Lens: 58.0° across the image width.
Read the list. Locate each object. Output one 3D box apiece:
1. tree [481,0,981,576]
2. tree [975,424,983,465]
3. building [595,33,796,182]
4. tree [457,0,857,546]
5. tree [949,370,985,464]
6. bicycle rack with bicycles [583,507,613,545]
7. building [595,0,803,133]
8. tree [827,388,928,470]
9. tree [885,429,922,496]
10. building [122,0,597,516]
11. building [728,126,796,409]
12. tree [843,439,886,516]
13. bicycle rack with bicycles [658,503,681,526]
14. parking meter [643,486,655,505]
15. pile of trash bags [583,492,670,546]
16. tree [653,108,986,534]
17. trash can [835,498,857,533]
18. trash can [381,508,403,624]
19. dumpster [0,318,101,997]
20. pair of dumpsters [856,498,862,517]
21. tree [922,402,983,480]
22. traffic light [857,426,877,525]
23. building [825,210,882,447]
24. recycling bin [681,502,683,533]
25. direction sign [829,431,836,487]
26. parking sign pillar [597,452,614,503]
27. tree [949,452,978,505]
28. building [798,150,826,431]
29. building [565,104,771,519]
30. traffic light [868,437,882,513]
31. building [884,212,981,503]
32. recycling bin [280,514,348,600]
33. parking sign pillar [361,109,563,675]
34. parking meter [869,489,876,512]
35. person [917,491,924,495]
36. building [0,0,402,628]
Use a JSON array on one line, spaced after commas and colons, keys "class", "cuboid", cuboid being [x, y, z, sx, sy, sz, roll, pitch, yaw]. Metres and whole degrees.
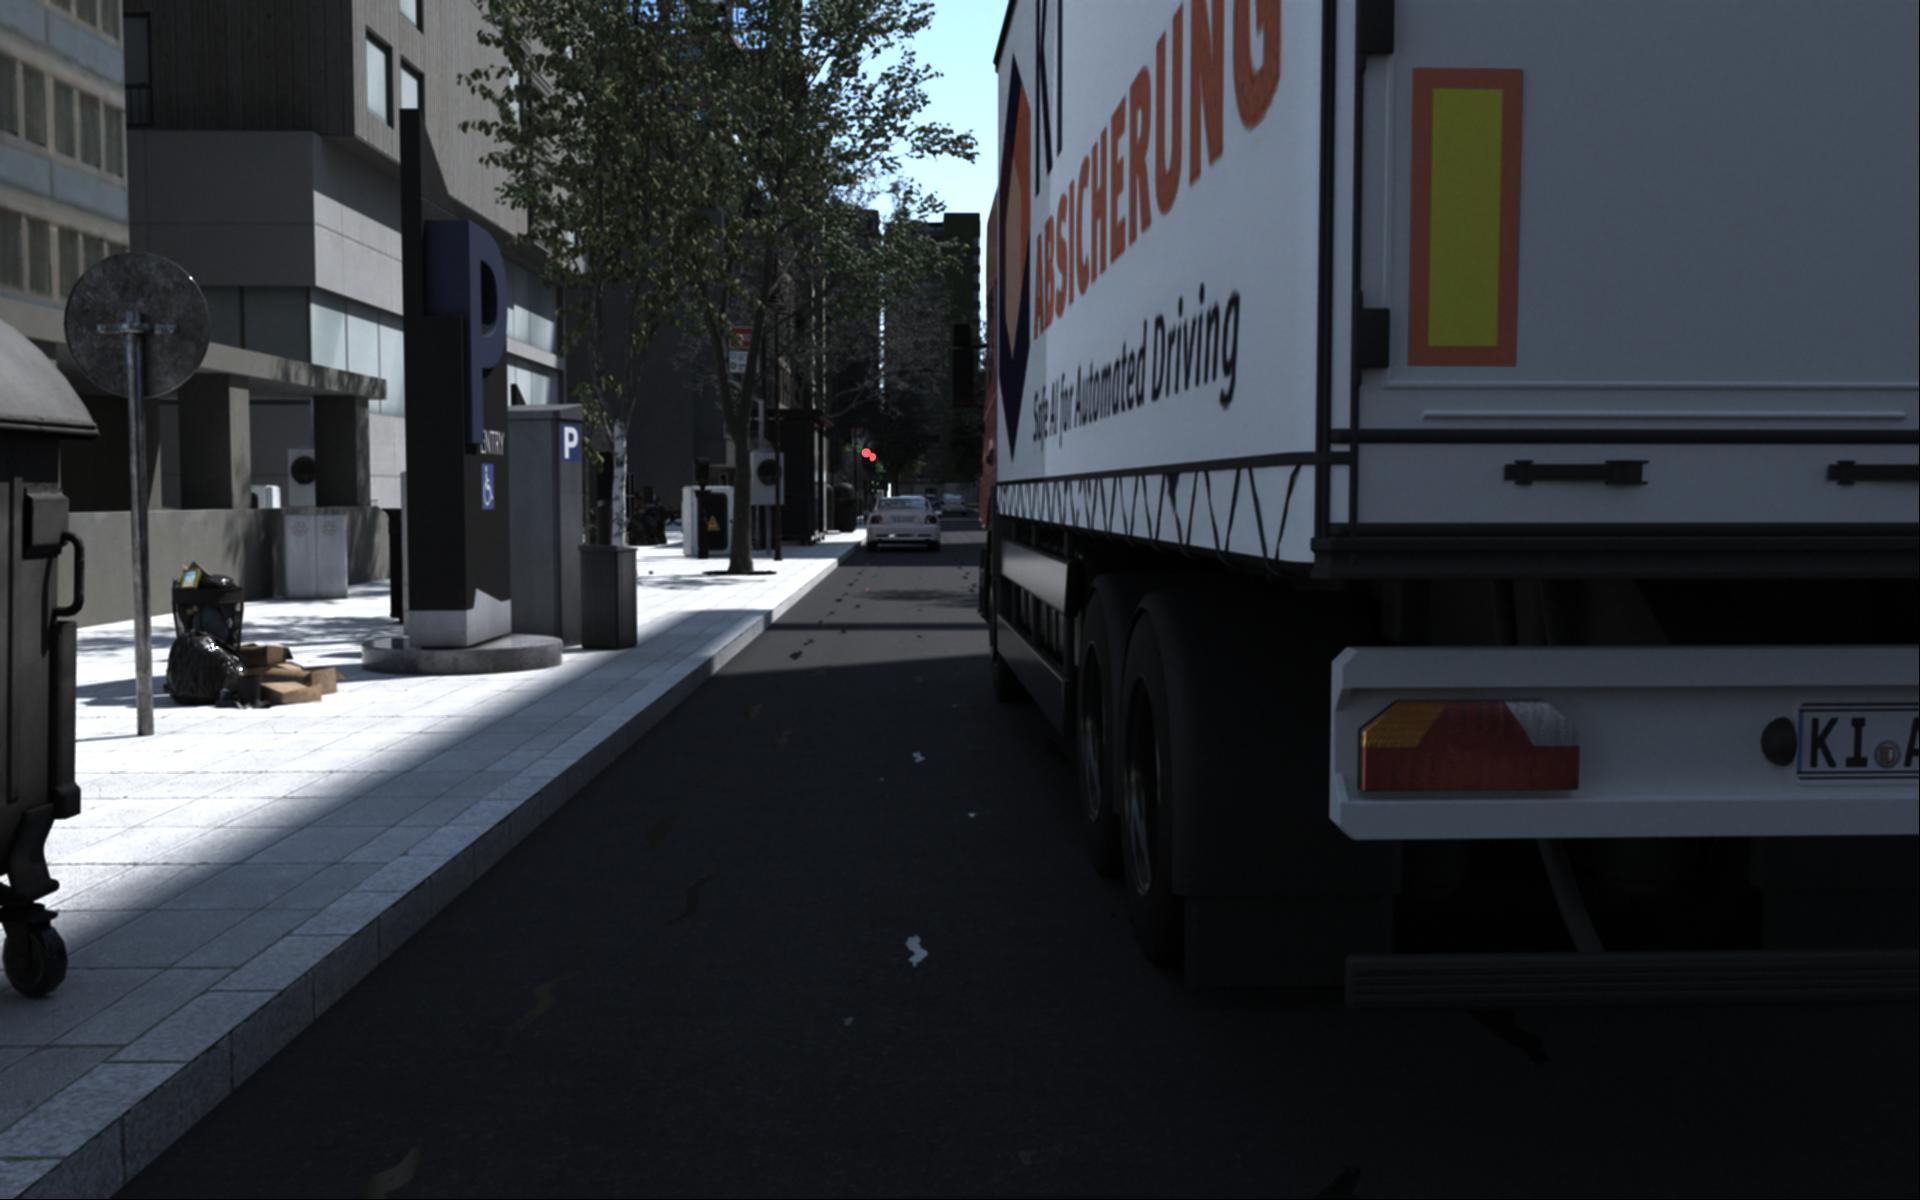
[{"class": "tree", "cuboid": [-3.541, -6.203, 27.169, 9.928, 11.665, 9.643, 0, 3, 0]}, {"class": "tree", "cuboid": [3.079, -11.433, 137.292, 4.737, 8.622, 4.395, 0, 3, 0]}, {"class": "building", "cuboid": [-26.022, -31.417, 168.290, 22.147, 44.769, 28.867, 0, 4, -1]}, {"class": "tree", "cuboid": [-3.443, -4.148, 18.186, 4.737, 8.622, 4.395, 0, 3, 0]}, {"class": "tree", "cuboid": [2.716, -10.748, 110.140, 7.601, 10.594, 8.767, 0, 4, 5]}, {"class": "bicycle rack with bicycles", "cuboid": [-9.771, -1.676, 40.790, 2.925, 0.926, 2.852, 2, 4, 27]}, {"class": "building", "cuboid": [-31.147, -54.895, 210.197, 31.000, 86.520, 22.319, 0, 4, -1]}, {"class": "tree", "cuboid": [-6.881, -12.950, 146.143, 8.767, 10.594, 7.601, -1, 4, -14]}, {"class": "tree", "cuboid": [-7.640, -18.270, 216.834, 7.486, 12.596, 7.792, 0, 3, 0]}, {"class": "building", "cuboid": [-25.714, -28.039, 47.674, 27.495, 52.752, 28.713, 0, 4, -1]}, {"class": "building", "cuboid": [-23.588, -20.152, 133.999, 19.350, 26.468, 34.151, 0, 4, -1]}, {"class": "tree", "cuboid": [-6.029, -7.209, 101.581, 4.285, 4.588, 4.351, 0, 3, 0]}, {"class": "bicycle rack with bicycles", "cuboid": [-11.378, -3.496, 70.536, 2.925, 0.926, 2.852, 1, 4, 21]}, {"class": "parking meter", "cuboid": [-9.761, -2.810, 54.361, 0.372, 1.533, 0.369, 0, 3, 0]}, {"class": "pile of trash bags", "cuboid": [-7.786, -2.066, 43.528, 3.447, 1.369, 1.912, 1, 4, 20]}, {"class": "tree", "cuboid": [-4.585, -8.871, 55.407, 12.009, 13.543, 11.850, 0, 3, 0]}, {"class": "trash can", "cuboid": [-3.796, -2.826, 57.851, 0.748, 1.137, 0.748, 0, 3, 0]}, {"class": "trash can", "cuboid": [-5.372, -0.344, 17.279, 0.748, 1.137, 0.748, 0, 3, 0]}, {"class": "dumpster", "cuboid": [-2.860, 0.128, 3.670, 1.264, 1.857, 1.865, 0, 4, -1]}, {"class": "pair of dumpsters", "cuboid": [-6.196, -5.696, 95.627, 1.574, 2.255, 4.437, 0, 4, -1]}, {"class": "tree", "cuboid": [1.735, -14.816, 160.370, 7.486, 12.596, 7.792, 0, 3, 0]}, {"class": "traffic light", "cuboid": [-3.850, -5.066, 71.750, 0.839, 4.253, 0.868, 0, 4, -1]}, {"class": "building", "cuboid": [-26.106, -36.822, 256.656, 28.867, 44.769, 22.147, 0, 4, -1]}, {"class": "recycling bin", "cuboid": [-8.829, -2.736, 57.285, 0.722, 1.027, 0.722, 0, 4, -5]}, {"class": "direction sign", "cuboid": [-4.623, -4.331, 62.806, 0.379, 3.537, 0.876, -1, 4, -20]}, {"class": "parking sign pillar", "cuboid": [-16.661, -5.761, 82.657, 1.447, 3.967, 1.447, -1, 4, -11]}, {"class": "tree", "cuboid": [0.880, -16.213, 215.441, 4.360, 8.622, 3.978, 0, 3, 0]}, {"class": "building", "cuboid": [-22.197, -31.008, 190.577, 14.154, 41.232, 14.086, 0, 4, -1]}, {"class": "building", "cuboid": [-19.388, -17.291, 101.778, 14.314, 24.678, 30.058, 0, 4, -1]}, {"class": "traffic light", "cuboid": [-4.029, -5.554, 79.733, 0.839, 4.253, 0.868, 0, 4, -1]}, {"class": "building", "cuboid": [-4.152, -34.837, 253.175, 14.086, 41.232, 14.154, 0, 4, -1]}, {"class": "recycling bin", "cuboid": [-7.984, -0.541, 21.396, 0.722, 1.027, 0.722, -2, 4, -25]}, {"class": "parking sign pillar", "cuboid": [-3.722, -1.492, 12.863, 1.447, 3.967, 1.447, 0, 4, -1]}, {"class": "parking meter", "cuboid": [-4.376, -4.783, 86.621, 0.372, 1.533, 0.369, 0, 3, 0]}, {"class": "person", "cuboid": [-3.986, -10.040, 173.459, 0.742, 1.727, 0.445, 0, 4, 1]}, {"class": "building", "cuboid": [-24.623, -20.020, 19.209, 32.217, 40.220, 23.993, 0, 4, -1]}]
